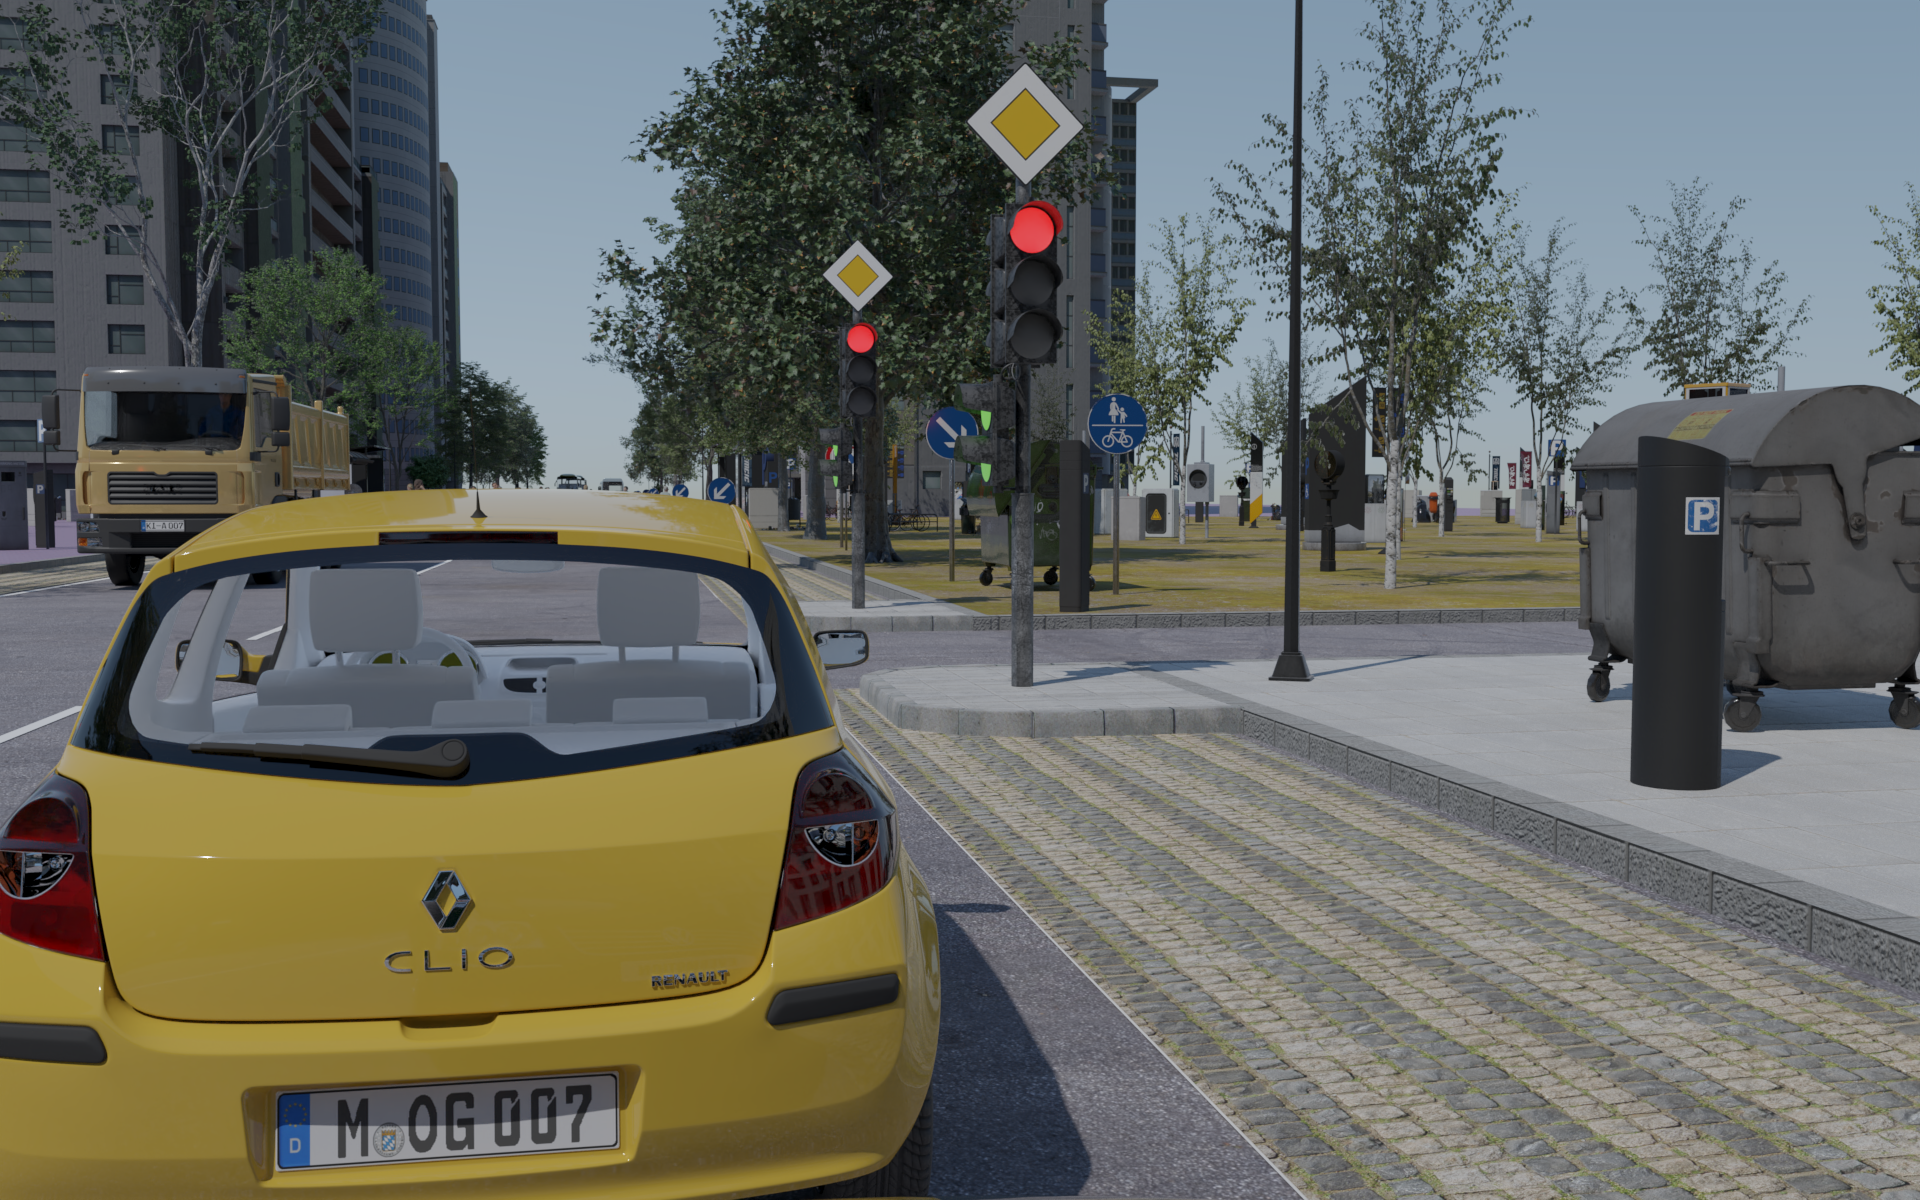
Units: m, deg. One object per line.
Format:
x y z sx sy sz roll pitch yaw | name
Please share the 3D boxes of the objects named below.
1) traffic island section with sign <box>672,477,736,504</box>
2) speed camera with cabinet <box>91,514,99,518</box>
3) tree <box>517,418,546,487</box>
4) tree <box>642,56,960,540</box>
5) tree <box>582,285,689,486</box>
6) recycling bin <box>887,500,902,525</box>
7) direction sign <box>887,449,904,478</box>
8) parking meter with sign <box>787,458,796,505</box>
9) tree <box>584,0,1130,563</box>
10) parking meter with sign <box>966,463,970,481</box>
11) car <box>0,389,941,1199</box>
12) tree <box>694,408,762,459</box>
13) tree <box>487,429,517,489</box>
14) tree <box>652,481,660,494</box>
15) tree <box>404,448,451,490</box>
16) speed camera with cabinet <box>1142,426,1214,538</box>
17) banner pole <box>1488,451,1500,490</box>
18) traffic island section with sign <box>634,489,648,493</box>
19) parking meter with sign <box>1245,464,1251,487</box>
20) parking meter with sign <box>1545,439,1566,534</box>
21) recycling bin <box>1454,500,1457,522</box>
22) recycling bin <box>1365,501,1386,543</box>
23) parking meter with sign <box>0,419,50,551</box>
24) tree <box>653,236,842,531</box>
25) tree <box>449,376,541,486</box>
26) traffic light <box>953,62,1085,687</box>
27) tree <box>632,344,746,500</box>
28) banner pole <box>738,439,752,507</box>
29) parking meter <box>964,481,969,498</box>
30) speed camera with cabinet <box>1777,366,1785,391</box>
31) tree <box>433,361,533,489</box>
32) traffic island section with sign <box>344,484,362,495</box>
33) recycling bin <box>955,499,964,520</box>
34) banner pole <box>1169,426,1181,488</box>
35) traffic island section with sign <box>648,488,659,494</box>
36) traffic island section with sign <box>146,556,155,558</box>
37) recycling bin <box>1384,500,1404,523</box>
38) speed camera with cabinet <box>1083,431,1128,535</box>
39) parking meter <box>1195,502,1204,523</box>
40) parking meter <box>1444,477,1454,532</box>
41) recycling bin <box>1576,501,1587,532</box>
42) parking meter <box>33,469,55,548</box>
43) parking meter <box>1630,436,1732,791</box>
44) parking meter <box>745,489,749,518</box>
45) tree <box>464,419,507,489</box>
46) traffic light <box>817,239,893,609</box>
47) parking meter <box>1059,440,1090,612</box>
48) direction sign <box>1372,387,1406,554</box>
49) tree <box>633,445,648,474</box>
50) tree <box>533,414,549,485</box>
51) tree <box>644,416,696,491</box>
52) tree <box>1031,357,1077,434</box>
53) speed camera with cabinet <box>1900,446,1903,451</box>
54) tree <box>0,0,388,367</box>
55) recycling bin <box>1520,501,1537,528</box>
-5.888 -2.025 41.738 1.989 1.847 2.006 -1 4 -11 | traffic island section with sign
-33.184 -4.518 68.203 2.038 3.252 0.660 1 4 8 | speed camera with cabinet
-58.519 -18.463 227.623 9.928 11.665 9.643 0 3 0 | tree
-4.109 -8.694 48.797 9.857 13.997 8.962 0 3 0 | tree
-26.465 -18.141 152.494 12.611 20.169 13.585 0 3 0 | tree
-2.825 -3.680 72.719 0.722 1.027 0.722 0 4 -5 | recycling bin
-3.222 -5.767 86.294 0.876 3.537 0.379 0 4 5 | direction sign
-8.471 -5.438 85.172 0.543 3.016 1.738 -1 4 -15 | parking meter with sign
-1.626 -7.050 32.273 9.611 12.733 9.660 0 3 0 | tree
1.249 -6.120 96.329 1.738 3.016 0.543 1 4 16 | parking meter with sign
-1.167 0.342 4.634 2.015 1.641 3.980 -1 4 -11 | car
-12.082 -8.576 90.572 4.737 8.622 4.395 0 3 0 | tree
-32.790 -10.702 100.741 9.928 11.665 9.643 0 3 0 | tree
-39.283 -14.099 225.113 1.663 3.219 1.824 0 3 0 | tree
-37.478 -8.465 122.116 4.285 4.588 4.351 0 3 0 | tree
6.344 -3.432 50.442 2.038 3.252 0.660 2 4 25 | speed camera with cabinet
30.742 -6.720 99.882 0.863 3.779 0.401 0 4 -2 | banner pole
-26.159 -8.274 143.905 1.989 1.847 2.006 -1 4 -11 | traffic island section with sign
16.464 -6.222 97.995 0.543 3.016 1.738 0 4 5 | parking meter with sign
19.214 -3.656 56.043 0.543 3.016 1.738 1 4 14 | parking meter with sign
22.710 -4.164 80.636 0.722 1.027 0.722 2 4 26 | recycling bin
10.918 -2.032 45.784 0.722 1.027 0.722 0 4 5 | recycling bin
-21.765 -2.649 39.567 0.543 3.016 1.738 3 5 42 | parking meter with sign
-6.408 -8.613 58.957 7.486 12.596 7.792 0 3 0 | tree
-49.988 -17.115 186.491 9.857 13.997 8.962 0 3 0 | tree
0.397 -1.378 11.456 0.839 4.253 0.868 -1 4 -11 | traffic light
-14.620 -10.088 99.347 8.767 10.594 7.601 0 4 -6 | tree
-8.662 -4.849 69.304 0.863 3.779 0.401 2 4 27 | banner pole
0.352 -4.349 76.823 0.255 1.863 0.399 2 4 32 | parking meter
13.284 -2.022 27.388 2.038 3.252 0.660 -2 4 -24 | speed camera with cabinet
-41.416 -14.046 147.771 7.486 12.596 7.792 0 3 0 | tree
-23.081 -3.503 65.903 1.989 1.847 2.006 -1 4 -11 | traffic island section with sign
0.158 -4.507 86.246 0.722 1.027 0.722 -3 5 -39 | recycling bin
7.793 -4.469 63.091 0.401 3.779 0.863 -2 4 -24 | banner pole
-11.130 -3.642 68.180 1.989 1.847 2.006 -1 4 -11 | traffic island section with sign
-17.821 -1.881 39.380 1.989 1.847 2.006 -1 4 -11 | traffic island section with sign
19.097 -3.903 76.374 0.722 1.027 0.722 -1 4 -21 | recycling bin
4.335 -3.686 54.609 2.038 3.252 0.660 -2 4 -34 | speed camera with cabinet
10.786 -4.412 77.851 0.399 1.863 0.255 1 4 15 | parking meter
16.683 -3.269 59.153 0.255 1.863 0.399 0 4 3 | parking meter
21.660 -2.867 59.431 0.722 1.027 0.722 -3 4 -38 | recycling bin
-21.817 -2.174 41.250 0.399 1.863 0.255 1 4 11 | parking meter
3.166 0.048 7.622 0.372 1.533 0.369 0 3 0 | parking meter
-8.529 -3.774 70.116 0.372 1.533 0.369 0 3 0 | parking meter
-43.161 -12.637 156.974 4.360 8.622 3.978 0 3 0 | tree
-1.157 -1.857 19.289 0.839 4.253 0.868 -1 4 -11 | traffic light
1.254 -0.807 18.912 0.255 1.863 0.399 1 4 20 | parking meter
9.131 -2.749 36.937 0.876 3.537 0.379 -2 4 -26 | direction sign
-41.296 -19.046 237.155 9.928 11.665 9.643 0 3 0 | tree
-59.659 -19.531 237.461 7.486 12.596 7.792 0 3 0 | tree
-22.150 -11.339 135.761 4.360 8.622 3.978 0 3 0 | tree
4.468 -8.744 93.334 4.360 8.622 3.978 0 3 0 | tree
31.103 -3.939 58.745 2.038 3.252 0.660 2 4 31 | speed camera with cabinet
-23.912 -11.931 50.954 12.611 20.169 13.585 0 3 0 | tree
21.478 -3.204 64.943 0.722 1.027 0.722 0 4 0 | recycling bin
